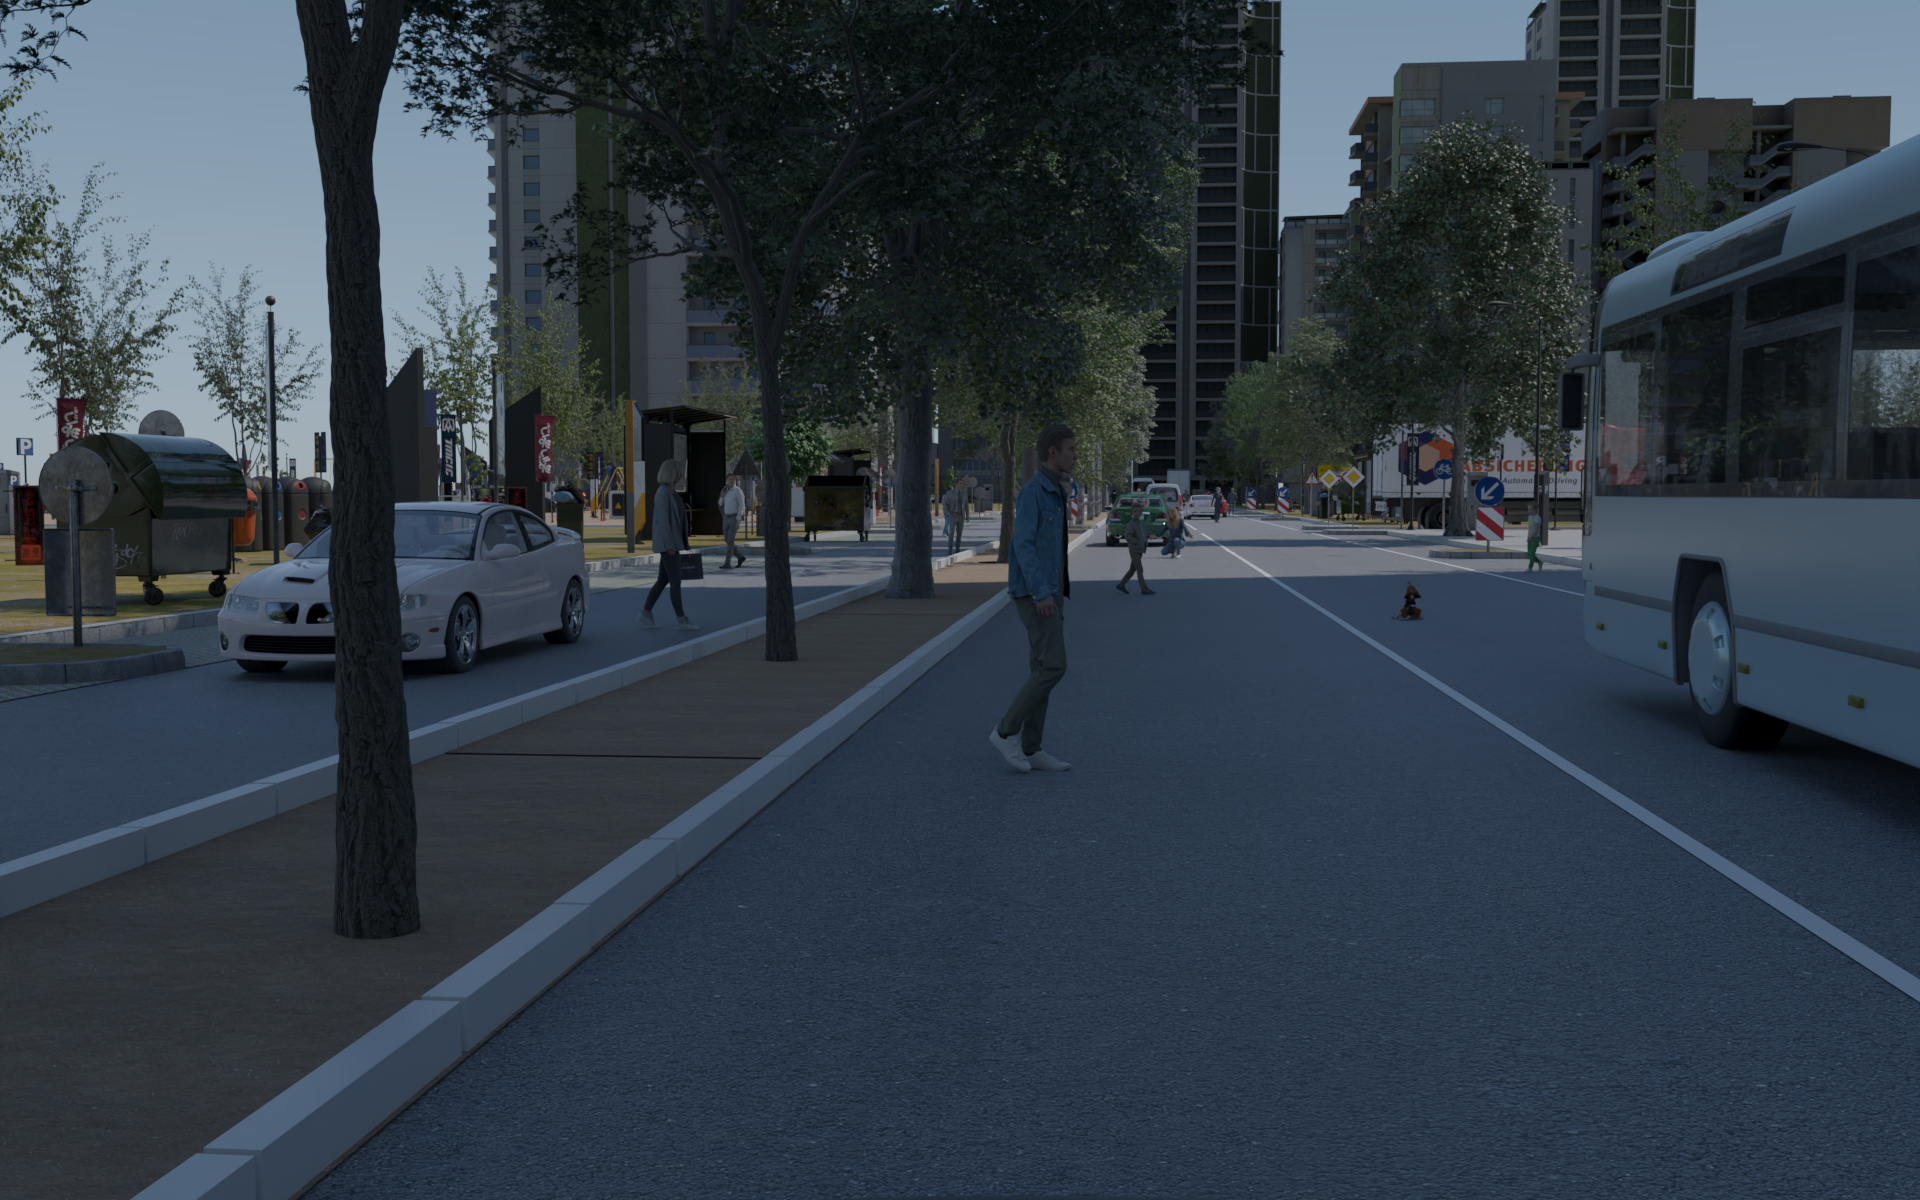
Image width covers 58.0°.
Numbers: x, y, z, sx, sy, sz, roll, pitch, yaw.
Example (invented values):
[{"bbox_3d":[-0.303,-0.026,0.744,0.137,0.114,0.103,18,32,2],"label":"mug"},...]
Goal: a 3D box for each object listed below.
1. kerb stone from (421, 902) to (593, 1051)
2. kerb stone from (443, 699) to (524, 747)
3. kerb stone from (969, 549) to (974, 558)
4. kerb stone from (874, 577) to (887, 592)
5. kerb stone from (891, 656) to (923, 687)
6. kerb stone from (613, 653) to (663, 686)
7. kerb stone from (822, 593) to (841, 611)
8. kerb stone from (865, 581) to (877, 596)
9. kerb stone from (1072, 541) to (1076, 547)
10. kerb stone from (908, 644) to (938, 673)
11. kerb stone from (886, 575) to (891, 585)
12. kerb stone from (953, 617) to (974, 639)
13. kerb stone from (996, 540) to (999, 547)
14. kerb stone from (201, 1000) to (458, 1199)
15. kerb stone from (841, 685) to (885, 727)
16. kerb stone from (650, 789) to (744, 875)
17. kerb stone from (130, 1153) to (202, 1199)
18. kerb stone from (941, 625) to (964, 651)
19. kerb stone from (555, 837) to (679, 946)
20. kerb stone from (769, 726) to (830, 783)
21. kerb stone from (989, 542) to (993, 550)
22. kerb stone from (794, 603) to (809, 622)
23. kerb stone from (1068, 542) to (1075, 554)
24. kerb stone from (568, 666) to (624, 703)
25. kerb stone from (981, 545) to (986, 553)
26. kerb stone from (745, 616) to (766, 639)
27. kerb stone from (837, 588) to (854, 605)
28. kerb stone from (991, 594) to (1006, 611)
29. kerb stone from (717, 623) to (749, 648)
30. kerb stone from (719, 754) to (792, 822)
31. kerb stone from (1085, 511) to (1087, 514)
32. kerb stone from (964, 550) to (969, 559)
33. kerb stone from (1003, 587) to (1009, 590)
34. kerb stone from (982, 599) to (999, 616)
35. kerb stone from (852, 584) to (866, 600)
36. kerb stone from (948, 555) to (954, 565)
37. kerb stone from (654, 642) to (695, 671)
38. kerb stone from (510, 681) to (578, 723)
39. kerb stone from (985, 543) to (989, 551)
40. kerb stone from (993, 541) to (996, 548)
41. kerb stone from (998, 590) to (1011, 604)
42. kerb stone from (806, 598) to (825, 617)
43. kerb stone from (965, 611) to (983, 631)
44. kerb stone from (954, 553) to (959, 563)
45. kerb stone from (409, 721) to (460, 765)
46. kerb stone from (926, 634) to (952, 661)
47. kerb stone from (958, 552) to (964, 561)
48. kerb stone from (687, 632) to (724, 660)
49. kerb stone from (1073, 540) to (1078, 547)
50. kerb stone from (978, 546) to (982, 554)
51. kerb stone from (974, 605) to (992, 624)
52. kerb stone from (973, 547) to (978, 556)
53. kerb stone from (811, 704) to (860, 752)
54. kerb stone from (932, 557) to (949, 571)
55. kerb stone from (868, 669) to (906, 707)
[{"bbox_3d":[-1.265,1.057,4.919,0.120,0.150,1.000,0,4,6],"label":"kerb stone"},{"bbox_3d":[-2.825,0.732,10.232,0.120,0.150,1.000,0,4,6],"label":"kerb stone"},{"bbox_3d":[0.147,-1.011,38.770,0.120,0.150,1.000,0,4,6],"label":"kerb stone"},{"bbox_3d":[-1.238,-0.204,25.524,0.120,0.150,1.000,0,4,6],"label":"kerb stone"},{"bbox_3d":[-0.421,0.562,13.060,0.120,0.150,1.000,0,4,6],"label":"kerb stone"},{"bbox_3d":[-2.498,0.544,13.299,0.120,0.150,1.000,0,4,6],"label":"kerb stone"},{"bbox_3d":[-1.656,0.046,21.448,0.120,0.150,1.000,0,4,6],"label":"kerb stone"},{"bbox_3d":[-1.339,-0.138,24.508,0.120,0.150,1.000,0,4,6],"label":"kerb stone"},{"bbox_3d":[2.853,-1.370,44.643,0.120,0.150,1.000,0,4,6],"label":"kerb stone"},{"bbox_3d":[-0.316,0.496,14.092,0.120,0.150,1.000,0,4,6],"label":"kerb stone"},{"bbox_3d":[-1.127,-0.267,26.554,0.120,0.150,1.000,0,4,6],"label":"kerb stone"},{"bbox_3d":[0.005,0.309,17.144,0.120,0.150,1.000,0,4,6],"label":"kerb stone"},{"bbox_3d":[0.874,-1.447,45.893,0.120,0.150,1.000,0,4,6],"label":"kerb stone"},{"bbox_3d":[-1.374,1.120,3.896,0.120,0.150,1.000,0,4,6],"label":"kerb stone"},{"bbox_3d":[-0.630,0.688,11.027,0.120,0.150,1.000,0,4,6],"label":"kerb stone"},{"bbox_3d":[-1.050,0.932,6.961,0.120,0.150,1.000,0,4,6],"label":"kerb stone"},{"bbox_3d":[-1.481,1.185,2.879,0.120,0.150,1.000,0,4,6],"label":"kerb stone"},{"bbox_3d":[-0.097,0.373,16.125,0.120,0.150,1.000,0,4,6],"label":"kerb stone"},{"bbox_3d":[-1.165,0.994,5.936,0.120,0.150,1.000,0,4,6],"label":"kerb stone"},{"bbox_3d":[-0.839,0.807,8.993,0.120,0.150,1.000,0,4,6],"label":"kerb stone"},{"bbox_3d":[0.668,-1.325,43.860,0.120,0.150,1.000,0,4,6],"label":"kerb stone"},{"bbox_3d":[-1.870,0.171,19.407,0.120,0.150,1.000,0,4,6],"label":"kerb stone"},{"bbox_3d":[2.755,-1.305,43.626,0.120,0.150,1.000,0,4,6],"label":"kerb stone"},{"bbox_3d":[-2.607,0.608,12.276,0.120,0.150,1.000,0,4,6],"label":"kerb stone"},{"bbox_3d":[0.454,-1.201,41.826,0.120,0.150,1.000,0,4,6],"label":"kerb stone"},{"bbox_3d":[-2.081,0.295,17.369,0.120,0.150,1.000,0,4,6],"label":"kerb stone"},{"bbox_3d":[-1.555,-0.016,22.465,0.120,0.150,1.000,0,4,6],"label":"kerb stone"},{"bbox_3d":[0.430,0.067,21.219,0.120,0.150,1.000,0,4,6],"label":"kerb stone"},{"bbox_3d":[-2.189,0.357,16.353,0.120,0.150,1.000,0,4,6],"label":"kerb stone"},{"bbox_3d":[-0.946,0.871,7.977,0.120,0.150,1.000,0,4,6],"label":"kerb stone"},{"bbox_3d":[9.831,-6.727,132.173,0.120,0.150,1.000,0,4,6],"label":"kerb stone"},{"bbox_3d":[0.034,-0.952,37.754,0.120,0.150,1.000,0,4,6],"label":"kerb stone"},{"bbox_3d":[0.638,-0.063,23.252,0.120,0.150,1.000,0,4,6],"label":"kerb stone"},{"bbox_3d":[0.322,0.125,20.198,0.120,0.150,1.000,0,4,6],"label":"kerb stone"},{"bbox_3d":[-1.446,-0.079,23.487,0.120,0.150,1.000,0,4,6],"label":"kerb stone"},{"bbox_3d":[-0.289,-0.765,34.705,0.120,0.150,1.000,0,4,6],"label":"kerb stone"},{"bbox_3d":[-2.397,0.485,14.320,0.120,0.150,1.000,0,4,6],"label":"kerb stone"},{"bbox_3d":[-2.720,0.670,11.248,0.120,0.150,1.000,0,4,6],"label":"kerb stone"},{"bbox_3d":[0.560,-1.263,42.843,0.120,0.150,1.000,0,4,6],"label":"kerb stone"},{"bbox_3d":[0.766,-1.387,44.877,0.120,0.150,1.000,0,4,6],"label":"kerb stone"},{"bbox_3d":[0.531,0.001,22.236,0.120,0.150,1.000,0,4,6],"label":"kerb stone"},{"bbox_3d":[-1.769,0.108,20.428,0.120,0.150,1.000,0,4,6],"label":"kerb stone"},{"bbox_3d":[0.113,0.247,18.164,0.120,0.150,1.000,0,4,6],"label":"kerb stone"},{"bbox_3d":[-0.178,-0.825,35.721,0.120,0.150,1.000,0,4,6],"label":"kerb stone"},{"bbox_3d":[-2.929,0.797,9.215,0.120,0.150,1.000,0,4,6],"label":"kerb stone"},{"bbox_3d":[-0.209,0.433,15.109,0.120,0.150,1.000,0,4,6],"label":"kerb stone"},{"bbox_3d":[-0.069,-0.889,36.737,0.120,0.150,1.000,0,4,6],"label":"kerb stone"},{"bbox_3d":[-2.288,0.420,15.336,0.120,0.150,1.000,0,4,6],"label":"kerb stone"},{"bbox_3d":[2.966,-1.435,45.664,0.120,0.150,1.000,0,4,6],"label":"kerb stone"},{"bbox_3d":[0.354,-1.138,40.807,0.120,0.150,1.000,0,4,6],"label":"kerb stone"},{"bbox_3d":[0.220,0.187,19.181,0.120,0.150,1.000,0,4,6],"label":"kerb stone"},{"bbox_3d":[0.244,-1.076,39.787,0.120,0.150,1.000,0,4,6],"label":"kerb stone"},{"bbox_3d":[-0.731,0.749,10.010,0.120,0.150,1.000,0,4,6],"label":"kerb stone"},{"bbox_3d":[-0.386,-0.703,33.688,0.120,0.150,1.000,0,4,6],"label":"kerb stone"},{"bbox_3d":[-0.523,0.621,12.043,0.120,0.150,1.000,0,4,6],"label":"kerb stone"}]
